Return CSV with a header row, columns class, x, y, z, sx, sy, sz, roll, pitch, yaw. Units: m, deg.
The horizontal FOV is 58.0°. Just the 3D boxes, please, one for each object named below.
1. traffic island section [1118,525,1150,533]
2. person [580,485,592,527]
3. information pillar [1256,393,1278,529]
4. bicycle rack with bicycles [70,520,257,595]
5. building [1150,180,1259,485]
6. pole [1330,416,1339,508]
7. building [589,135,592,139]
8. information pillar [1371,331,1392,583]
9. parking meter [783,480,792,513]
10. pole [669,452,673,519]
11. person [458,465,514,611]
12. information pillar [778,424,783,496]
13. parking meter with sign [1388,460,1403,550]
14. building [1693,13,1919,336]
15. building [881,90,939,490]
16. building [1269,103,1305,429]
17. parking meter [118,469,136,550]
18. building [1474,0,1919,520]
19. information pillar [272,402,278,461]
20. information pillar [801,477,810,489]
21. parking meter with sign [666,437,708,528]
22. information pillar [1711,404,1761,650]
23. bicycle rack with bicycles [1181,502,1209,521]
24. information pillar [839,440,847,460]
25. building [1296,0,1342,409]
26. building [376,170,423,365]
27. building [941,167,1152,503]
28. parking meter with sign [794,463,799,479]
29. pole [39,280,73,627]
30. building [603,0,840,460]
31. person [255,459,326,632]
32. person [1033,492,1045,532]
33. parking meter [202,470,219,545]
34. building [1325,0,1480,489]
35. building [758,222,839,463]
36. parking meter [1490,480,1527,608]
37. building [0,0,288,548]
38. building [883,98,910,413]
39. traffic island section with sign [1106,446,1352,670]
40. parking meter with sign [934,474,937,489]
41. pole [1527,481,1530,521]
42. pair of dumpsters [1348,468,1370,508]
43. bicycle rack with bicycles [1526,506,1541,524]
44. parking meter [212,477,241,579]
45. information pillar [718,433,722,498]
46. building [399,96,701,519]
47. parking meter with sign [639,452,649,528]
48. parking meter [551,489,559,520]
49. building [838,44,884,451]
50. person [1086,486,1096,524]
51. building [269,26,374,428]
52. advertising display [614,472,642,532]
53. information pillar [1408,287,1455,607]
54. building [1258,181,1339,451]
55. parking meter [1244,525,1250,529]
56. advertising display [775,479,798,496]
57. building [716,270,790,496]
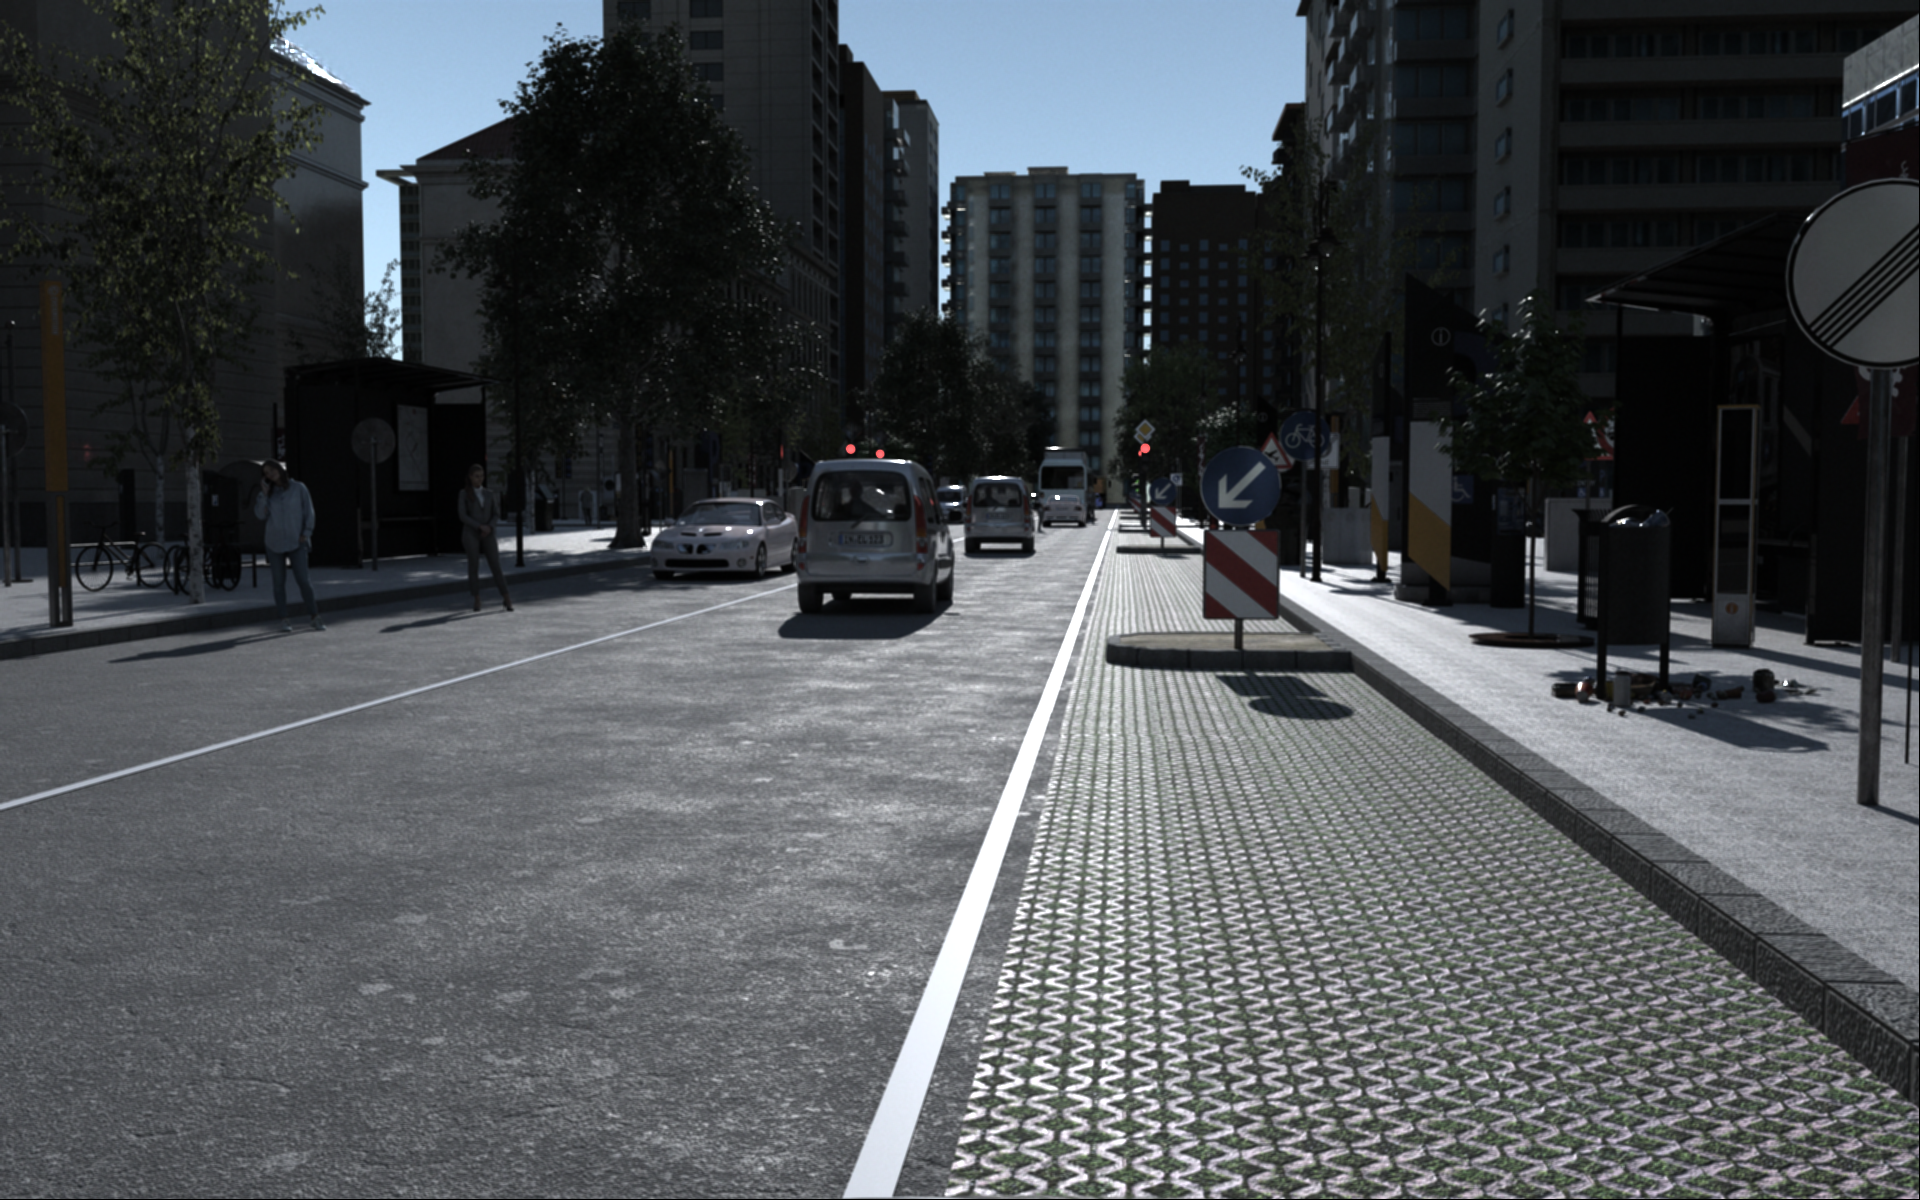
class,x,y,z,sx,sy,sz,roll,pitch,yaw
traffic island section,6.927,-2.599,64.772,2.009,0.180,2.903,0,4,5
person,-15.567,-3.872,71.988,0.537,1.800,0.526,-2,4,-29
information pillar,7.096,-2.985,40.158,0.504,3.616,0.183,1,4,21
bicycle rack with bicycles,-10.558,-0.601,23.215,2.852,0.926,2.925,1,4,11
building,34.720,-36.667,249.620,14.200,45.320,14.600,0,4,5
pole,9.806,-3.150,45.347,0.158,3.312,0.155,0,3,0
building,-45.492,-43.943,260.462,28.212,58.520,21.231,0,4,5
information pillar,6.119,-2.069,25.181,0.183,3.616,0.504,0,4,-8
parking meter,-6.701,-3.742,66.901,0.399,1.863,0.255,3,4,37
pole,-12.711,-5.031,76.096,0.158,3.312,0.155,0,3,0
person,-5.803,-0.759,21.176,0.573,1.790,0.520,3,4,37
information pillar,-5.865,-3.995,56.669,0.183,3.616,0.504,0,4,1
parking meter with sign,9.940,-2.654,39.653,1.738,3.016,0.543,3,5,42
building,30.575,-43.913,30.652,22.319,86.520,31.000,0,4,5
building,-17.482,-43.730,256.987,28.212,58.520,21.231,0,4,5
building,45.948,-32.833,191.437,22.147,44.769,28.867,0,4,5
parking meter,-19.334,-2.110,40.214,0.255,1.863,0.399,-3,5,-44
building,39.384,-28.685,92.699,21.600,48.544,21.300,0,4,5
information pillar,-17.594,-3.254,44.554,0.183,3.616,0.504,-2,4,-25
information pillar,-7.691,-4.988,86.038,0.304,2.012,0.304,-2,4,-28
parking meter with sign,-7.829,-3.373,51.414,1.738,3.016,0.543,-1,4,-12
information pillar,6.458,-0.607,14.412,0.304,2.012,0.304,2,4,30
bicycle rack with bicycles,11.793,-4.120,80.742,2.925,0.926,2.852,-2,4,-33
information pillar,-5.105,-5.163,75.764,0.504,3.616,0.183,3,5,44
building,47.089,-35.039,162.119,28.713,52.752,27.495,0,4,5
building,-49.035,-31.053,199.600,23.993,40.220,32.217,0,4,5
building,12.914,-38.931,256.125,30.456,49.044,23.786,0,4,5
parking meter with sign,-9.483,-6.193,97.519,0.543,3.016,1.738,-1,4,-16
pole,-8.708,-1.397,16.681,0.158,3.312,0.155,0,3,0
building,-19.828,-44.126,159.712,20.563,71.187,20.611,0,4,5
person,-6.996,-0.571,18.095,0.793,1.790,0.793,-3,5,-39
person,3.051,-3.338,65.678,0.503,1.515,0.523,3,5,40
parking meter,-18.058,-2.207,41.797,0.399,1.863,0.255,3,5,41
building,37.469,-30.569,119.416,23.786,49.044,30.456,0,4,5
building,-16.783,-18.978,139.175,11.050,23.489,19.941,0,4,5
parking meter,6.198,-0.682,19.561,0.372,1.533,0.369,0,3,0
building,-33.222,-15.310,47.575,25.104,27.353,12.463,0,4,5
building,-21.488,-35.528,200.484,30.456,49.044,23.786,0,4,5
traffic island section with sign,2.273,-0.391,15.027,1.989,1.847,2.006,0,4,5
parking meter with sign,-1.235,-8.890,141.610,1.738,3.016,0.543,-1,4,-18
pole,26.083,-5.246,79.621,0.158,3.312,0.155,0,3,0
pair of dumpsters,12.768,-3.421,58.429,1.574,2.255,4.437,0,4,6
bicycle rack with bicycles,20.067,-2.759,58.486,2.852,0.926,2.925,3,5,43
parking meter,-11.146,-1.094,26.300,0.372,1.533,0.369,0,3,0
information pillar,-9.316,-4.576,66.179,0.504,3.616,0.183,-1,4,-13
building,-21.982,-16.084,99.134,11.583,22.565,21.152,0,4,5
parking meter with sign,-12.197,-4.281,66.256,0.543,3.016,1.738,0,4,3
parking meter,-20.343,-4.812,87.093,0.372,1.533,0.369,0,3,0
building,-15.621,-32.260,177.558,14.600,45.320,14.200,0,4,5
person,6.303,-4.574,83.467,0.537,1.800,0.526,3,5,43
building,-45.563,-19.061,97.558,20.117,28.700,13.634,0,4,5
advertising display,-9.650,-2.764,50.401,0.974,1.923,0.123,2,4,32
information pillar,5.398,-1.739,19.787,0.504,3.616,0.183,1,4,17
building,49.287,-36.681,249.843,14.200,45.320,14.600,0,4,5
parking meter,10.250,-3.469,62.428,0.399,1.863,0.255,-1,4,-17
advertising display,-7.465,-4.240,74.542,0.974,1.923,0.123,-1,4,-9
building,-18.740,-15.609,119.829,10.561,19.102,19.286,0,4,5
